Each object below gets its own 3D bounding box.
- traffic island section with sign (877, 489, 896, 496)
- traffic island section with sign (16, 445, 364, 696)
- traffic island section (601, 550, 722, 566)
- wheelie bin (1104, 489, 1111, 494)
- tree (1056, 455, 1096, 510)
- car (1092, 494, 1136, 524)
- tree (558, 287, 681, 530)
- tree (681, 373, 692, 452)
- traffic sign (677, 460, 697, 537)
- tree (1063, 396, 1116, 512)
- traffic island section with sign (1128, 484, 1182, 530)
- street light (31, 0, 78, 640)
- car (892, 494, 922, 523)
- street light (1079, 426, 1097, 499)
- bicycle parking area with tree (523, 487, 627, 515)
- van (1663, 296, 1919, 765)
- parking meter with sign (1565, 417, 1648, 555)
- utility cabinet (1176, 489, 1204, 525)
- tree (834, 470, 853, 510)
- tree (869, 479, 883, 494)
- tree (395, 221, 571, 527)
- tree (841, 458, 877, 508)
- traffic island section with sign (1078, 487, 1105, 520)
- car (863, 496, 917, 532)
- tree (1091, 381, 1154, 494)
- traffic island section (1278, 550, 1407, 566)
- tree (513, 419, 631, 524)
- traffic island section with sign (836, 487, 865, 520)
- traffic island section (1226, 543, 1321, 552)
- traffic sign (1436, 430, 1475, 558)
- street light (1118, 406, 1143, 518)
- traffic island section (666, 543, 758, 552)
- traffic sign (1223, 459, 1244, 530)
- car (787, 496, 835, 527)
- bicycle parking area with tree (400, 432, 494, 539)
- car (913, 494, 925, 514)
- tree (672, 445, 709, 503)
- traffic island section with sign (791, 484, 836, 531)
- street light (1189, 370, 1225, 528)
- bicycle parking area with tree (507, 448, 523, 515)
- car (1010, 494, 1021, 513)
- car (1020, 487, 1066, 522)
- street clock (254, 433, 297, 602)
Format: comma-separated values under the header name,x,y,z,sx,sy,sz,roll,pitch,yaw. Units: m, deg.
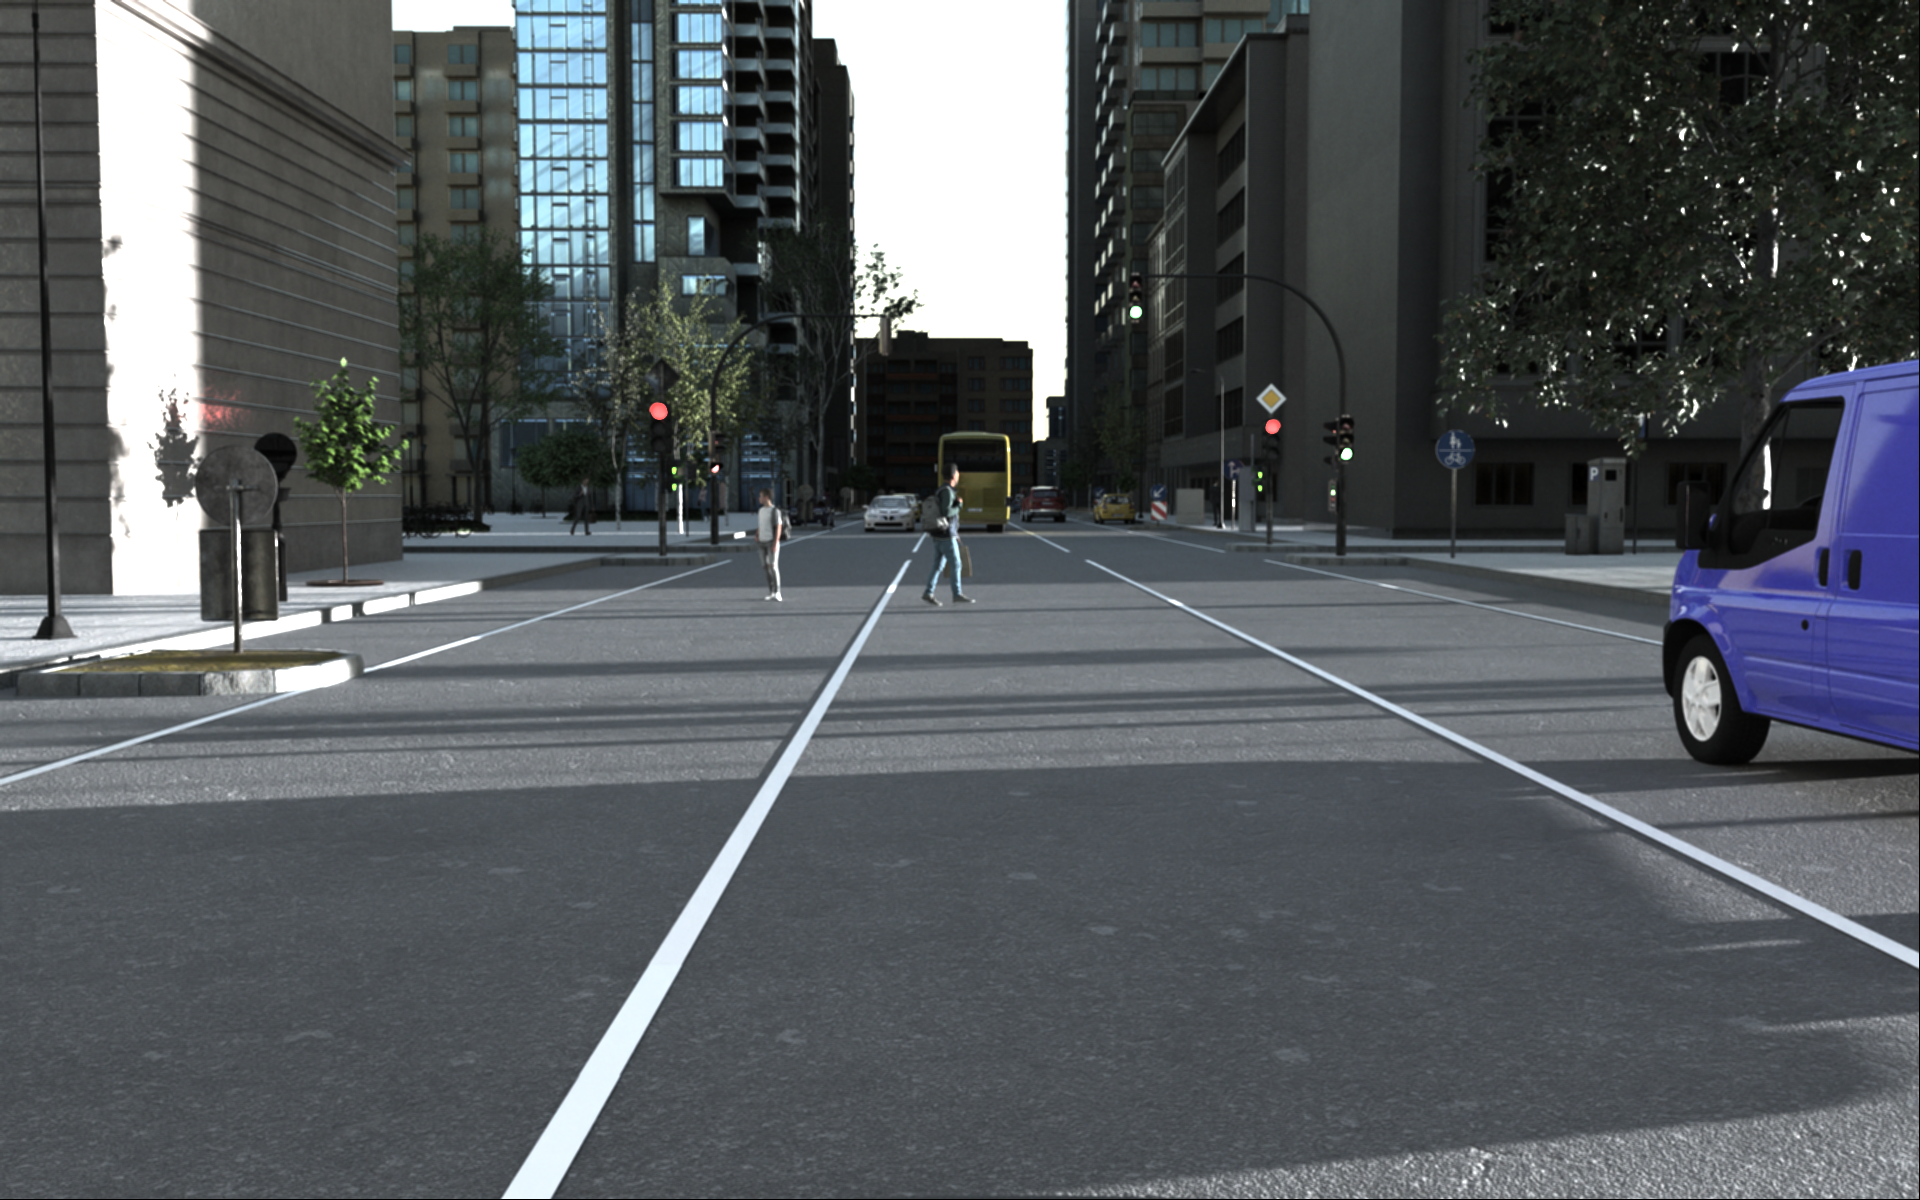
name,x,y,z,sx,sy,sz,roll,pitch,yaw
traffic island section with sign,-6.566,-8.407,146.086,1.989,1.847,2.006,0,4,0
traffic island section with sign,-5.726,-0.282,13.244,1.989,1.847,2.006,0,4,0
traffic island section,-6.197,-0.840,36.008,2.009,0.180,2.903,0,4,0
wheelie bin,9.356,-6.337,111.520,0.980,1.594,0.693,1,4,9
tree,9.507,-9.675,141.901,4.285,4.588,4.351,0,3,0
car,7.412,-4.466,83.251,2.015,1.641,3.980,0,4,-1
tree,-12.315,-6.830,62.028,4.360,8.622,3.978,0,3,0
tree,-15.999,-8.756,93.525,4.360,8.622,3.978,0,3,0
traffic sign,-8.191,-3.049,51.981,0.606,2.300,0.079,0,4,2
tree,9.542,-10.832,127.472,4.360,8.622,3.978,0,3,0
traffic island section with sign,7.745,-3.707,69.244,1.989,1.847,2.006,0,4,0
street light,-7.518,-2.612,15.244,1.470,5.913,1.316,0,4,0
car,-2.883,-4.776,88.311,2.015,1.641,3.980,0,4,-2
street light,8.849,-8.965,119.117,1.470,5.913,1.316,0,4,0
bicycle parking area with tree,-25.517,-7.473,109.177,8.231,4.147,9.016,1,4,18
van,4.913,-0.189,7.471,2.240,2.365,5.245,0,4,-2
parking meter with sign,13.660,-2.471,36.665,1.738,3.016,0.543,-1,4,-21
utility cabinet,9.613,-3.888,72.245,1.173,1.500,0.318,3,5,40
tree,-9.010,-8.805,138.568,1.663,3.219,1.824,0,3,0
tree,-9.303,-12.058,191.742,1.663,3.219,1.824,0,3,0
tree,-18.997,-8.664,67.418,9.928,11.665,9.643,0,3,0
tree,-8.969,-10.538,156.016,4.285,4.588,4.351,0,3,0
traffic island section with sign,7.574,-5.358,96.231,1.989,1.847,2.006,0,4,0
car,-2.691,-3.333,66.852,2.083,1.381,4.827,0,4,-1
tree,10.250,-9.810,110.756,4.737,8.622,4.395,0,3,0
traffic island section,7.945,-0.845,36.092,2.009,0.180,2.903,0,4,0
tree,-16.955,-5.637,75.880,4.285,4.588,4.351,0,3,0
traffic island section with sign,-6.242,-5.322,95.649,1.989,1.847,2.006,0,4,0
traffic island section,7.894,-1.333,44.077,2.009,0.180,2.903,0,4,0
traffic sign,9.869,-2.110,34.608,0.768,2.556,0.104,0,4,1
street light,9.054,-7.292,91.769,1.470,5.913,1.316,0,4,0
traffic island section,-6.247,-1.328,43.993,2.009,0.180,2.903,0,4,0
traffic sign,9.865,-3.819,62.550,0.768,2.556,0.104,1,4,8
car,-6.343,-3.754,73.955,1.945,1.354,3.894,0,4,1
bicycle parking area with tree,-19.539,-3.864,50.172,9.016,4.147,8.231,-3,5,-44
car,-3.557,-7.178,127.153,2.009,1.686,4.222,0,4,-1
tree,-18.116,-8.026,114.936,4.285,4.588,4.351,0,3,0
traffic island section with sign,-6.080,-3.668,68.598,1.989,1.847,2.006,0,4,0
street light,9.245,-5.642,64.794,1.470,5.913,1.316,0,4,0
bicycle parking area with tree,-26.010,-5.546,77.685,9.016,4.147,8.231,2,4,23
car,4.775,-7.283,131.071,2.014,1.417,4.499,0,4,-2
car,4.273,-4.916,89.043,2.281,1.827,5.304,0,4,-2
street clock,-8.137,-0.982,20.619,0.471,2.002,0.358,-2,4,-25
